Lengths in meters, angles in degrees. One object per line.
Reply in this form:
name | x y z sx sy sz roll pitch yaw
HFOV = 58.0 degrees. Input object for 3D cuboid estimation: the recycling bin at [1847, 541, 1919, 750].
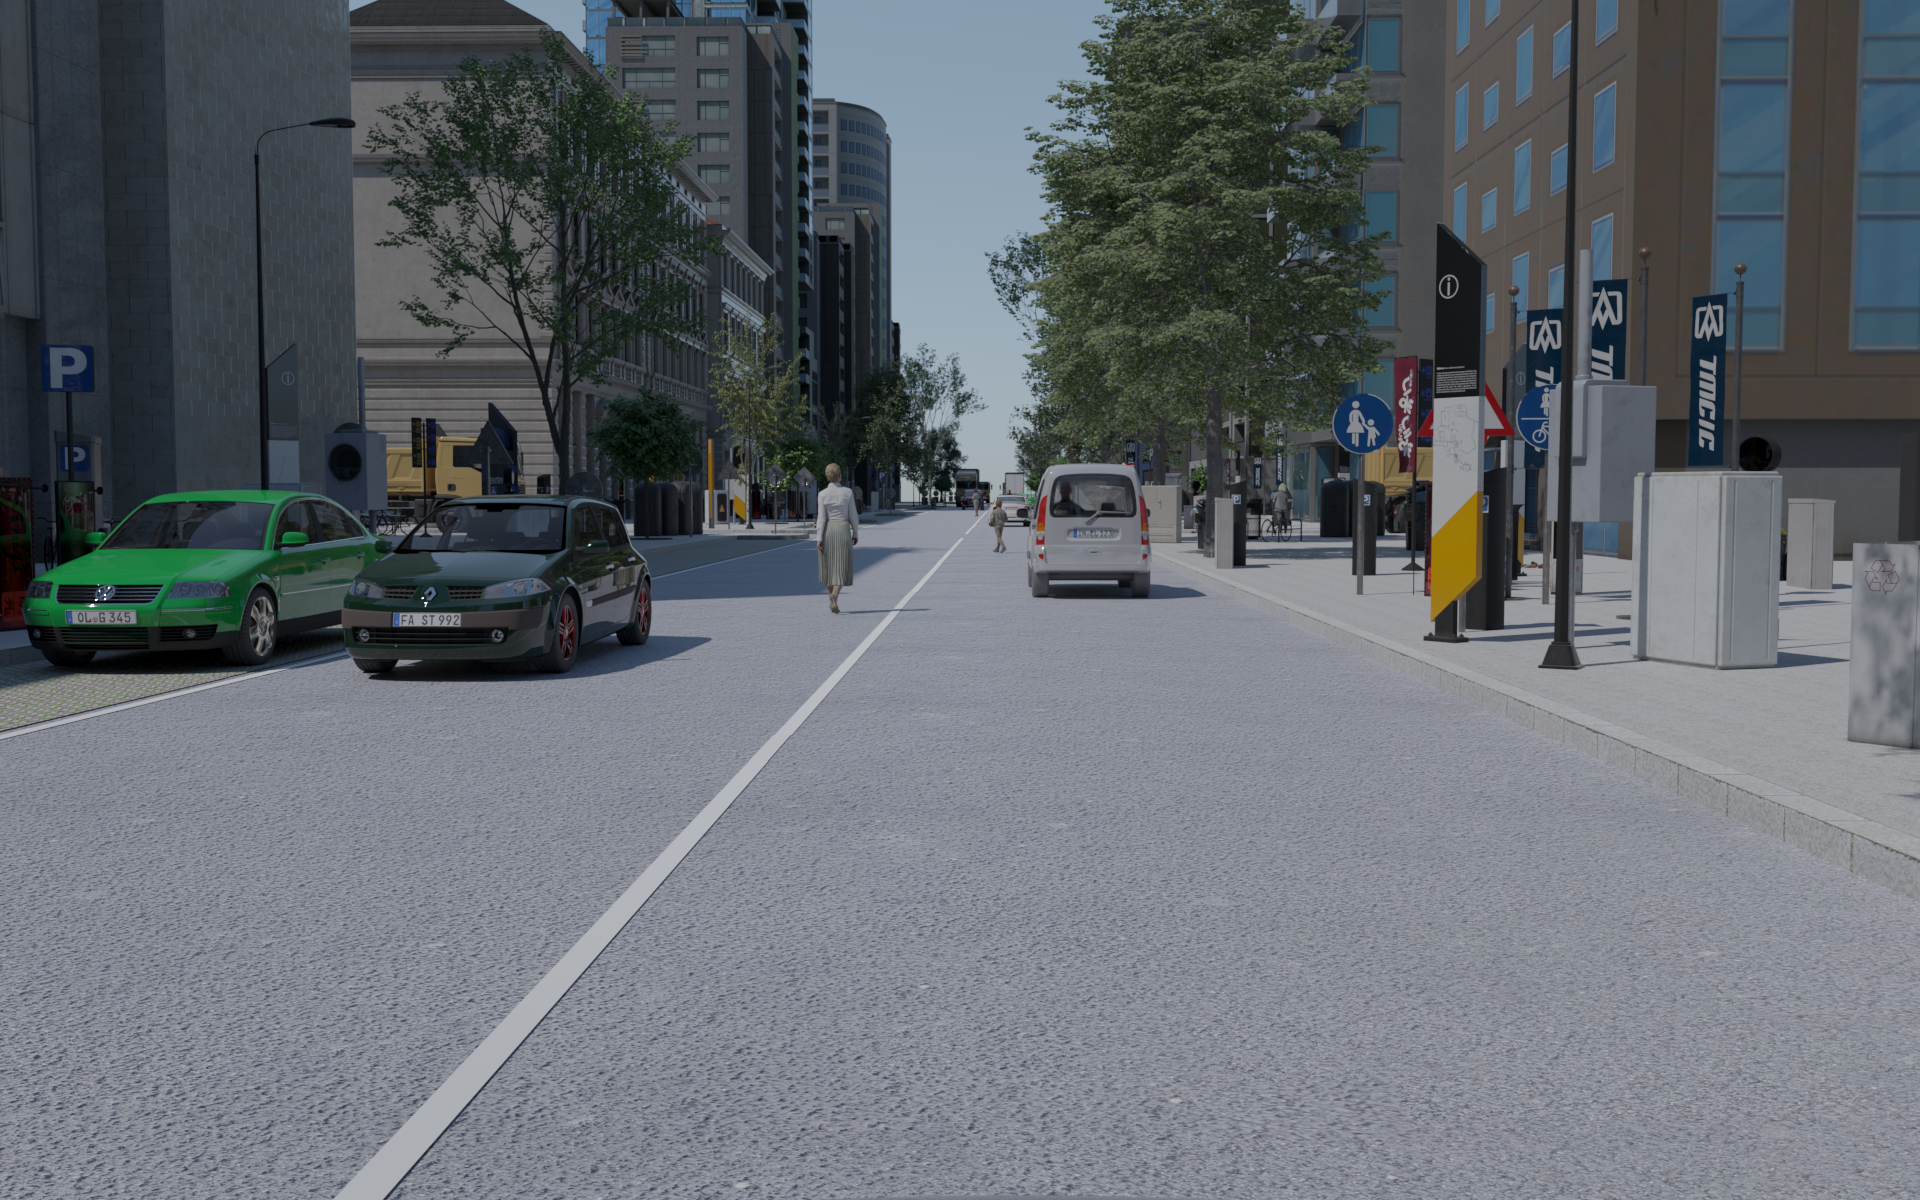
recycling bin | 5.090 0.224 8.885 0.722 1.027 0.722 -2 4 -35

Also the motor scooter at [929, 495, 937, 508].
motor scooter | -2.718 -9.962 175.650 0.815 1.314 1.986 0 4 3

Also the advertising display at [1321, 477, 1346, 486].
advertising display | 14.364 -3.757 66.640 0.974 1.923 0.123 -1 4 -13

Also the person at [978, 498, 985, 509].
person | 2.003 -9.553 165.635 0.756 1.711 0.436 1 4 20

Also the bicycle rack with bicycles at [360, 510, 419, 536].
bicycle rack with bicycles | -18.178 -2.441 53.292 2.925 0.926 2.852 -1 4 -19

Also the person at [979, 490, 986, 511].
person | 1.990 -8.582 149.266 0.568 1.767 0.683 1 4 15

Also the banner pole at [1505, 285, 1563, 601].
banner pole | 6.835 -1.880 20.760 0.863 3.779 0.401 3 4 36

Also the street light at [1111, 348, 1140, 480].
street light | 5.033 -4.993 54.177 1.470 5.913 1.316 0 4 1

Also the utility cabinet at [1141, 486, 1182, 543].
utility cabinet | 5.222 -2.247 45.413 1.173 1.500 0.318 3 4 36

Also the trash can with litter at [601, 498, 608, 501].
trash can with litter | -9.342 -1.984 43.825 1.055 1.170 0.624 1 4 20

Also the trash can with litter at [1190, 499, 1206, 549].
trash can with litter | 5.930 -1.765 40.242 1.055 1.170 0.624 -2 4 -24

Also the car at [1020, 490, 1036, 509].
car | 5.584 -8.201 142.883 1.959 1.807 4.718 0 4 3

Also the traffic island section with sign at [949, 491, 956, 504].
traffic island section with sign | -1.205 -14.462 245.074 1.989 1.847 2.006 0 4 1

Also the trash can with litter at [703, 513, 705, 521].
trash can with litter | -11.783 -4.269 81.182 1.055 1.170 0.624 3 5 42

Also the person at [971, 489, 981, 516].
person | 1.042 -6.292 111.738 0.716 1.782 0.532 -3 5 -40

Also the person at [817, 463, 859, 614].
person | -1.486 -0.733 20.705 0.478 1.798 0.641 1 4 11

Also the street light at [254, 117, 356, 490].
street light | -8.142 -2.995 21.515 1.470 5.913 1.316 0 4 1

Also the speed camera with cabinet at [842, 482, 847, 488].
speed camera with cabinet | -8.208 -8.211 128.579 0.660 3.252 2.038 2 4 24

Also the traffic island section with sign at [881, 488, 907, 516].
traffic island section with sign | -4.472 -6.383 112.989 1.989 1.847 2.006 0 4 1

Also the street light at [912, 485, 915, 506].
street light | -4.298 -12.744 180.901 1.470 5.913 1.316 0 4 1

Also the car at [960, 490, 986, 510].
car | 1.184 -9.158 158.401 2.281 1.827 5.304 0 3 0

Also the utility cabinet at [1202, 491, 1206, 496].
utility cabinet | 16.555 -6.623 116.967 0.318 1.500 1.173 0 4 -3

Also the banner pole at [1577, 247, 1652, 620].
banner pole | 6.748 -1.699 17.788 0.863 3.779 0.401 2 4 30

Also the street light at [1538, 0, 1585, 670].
street light | 3.903 -2.453 12.640 1.470 5.913 1.316 0 4 1

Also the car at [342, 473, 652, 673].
car | -3.919 -0.328 15.148 2.009 1.686 4.222 0 4 3

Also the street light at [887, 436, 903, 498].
street light | -5.262 -10.210 139.469 1.470 5.913 1.316 0 4 1

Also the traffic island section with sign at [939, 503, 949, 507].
traffic island section with sign | -2.559 -11.101 190.121 1.989 1.847 2.006 0 4 1

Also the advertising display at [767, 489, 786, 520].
advertising display | -9.251 -5.016 87.228 0.974 1.923 0.123 0 4 0

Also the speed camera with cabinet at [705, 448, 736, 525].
speed camera with cabinet | -9.983 -4.849 73.614 0.660 3.252 2.038 2 4 31

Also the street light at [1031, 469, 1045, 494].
street light | 7.885 -12.254 172.891 1.470 5.913 1.316 0 4 1

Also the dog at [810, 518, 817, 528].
dog | -5.946 -3.210 72.671 0.550 0.427 0.748 -3 4 -38

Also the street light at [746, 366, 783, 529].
street light | -7.110 -5.529 62.934 1.470 5.913 1.316 0 4 1

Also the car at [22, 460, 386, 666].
car | -6.666 -0.427 15.782 1.959 1.807 4.718 0 4 0

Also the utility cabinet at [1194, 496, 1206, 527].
utility cabinet | 9.509 -3.490 68.231 0.306 1.237 1.020 -1 4 -14

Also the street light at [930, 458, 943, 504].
street light | -3.174 -15.316 222.949 1.470 5.913 1.316 0 4 1

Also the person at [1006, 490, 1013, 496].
person | 4.492 -9.003 155.704 1.348 1.823 0.705 -2 4 -27

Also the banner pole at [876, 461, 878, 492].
banner pole | -6.327 -8.690 132.096 0.401 3.779 0.863 0 4 -2

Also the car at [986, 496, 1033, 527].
car | 2.226 -3.973 77.313 2.083 1.381 4.827 0 4 0

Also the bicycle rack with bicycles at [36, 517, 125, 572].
bicycle rack with bicycles | -13.045 -0.847 27.235 2.852 0.926 2.925 -2 4 -32

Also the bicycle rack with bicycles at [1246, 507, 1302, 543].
bicycle rack with bicycles | 7.866 -2.034 46.631 2.852 0.926 2.925 2 4 31

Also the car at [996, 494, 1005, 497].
car | 6.637 -15.626 267.288 2.131 1.459 4.920 0 4 3

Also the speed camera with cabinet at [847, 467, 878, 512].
speed camera with cabinet | -6.978 -8.031 125.643 2.038 3.252 0.660 -1 4 -14

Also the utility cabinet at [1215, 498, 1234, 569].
utility cabinet | 4.604 -1.161 30.142 0.306 1.237 1.020 0 4 6

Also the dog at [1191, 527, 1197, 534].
dog | 8.147 -2.450 60.252 0.748 0.427 0.550 -1 4 -10

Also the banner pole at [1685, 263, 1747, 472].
banner pole | 8.353 -1.777 19.078 0.401 3.779 0.863 -2 4 -26

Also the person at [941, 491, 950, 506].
person | -1.849 -12.448 212.112 1.350 1.814 0.705 2 4 31

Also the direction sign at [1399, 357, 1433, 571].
direction sign | 7.597 -2.259 28.938 0.876 3.537 0.379 -3 4 -38

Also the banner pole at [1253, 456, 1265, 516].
banner pole | 17.285 -6.705 99.650 0.863 3.779 0.401 0 4 5

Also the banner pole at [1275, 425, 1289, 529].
banner pole | 11.730 -4.469 63.084 0.401 3.779 0.863 -2 4 -23

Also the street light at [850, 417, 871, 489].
street light | -6.022 -8.045 104.081 1.470 5.913 1.316 0 4 1

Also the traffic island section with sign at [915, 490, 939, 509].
traffic island section with sign | -3.236 -9.430 162.804 1.989 1.847 2.006 0 4 1

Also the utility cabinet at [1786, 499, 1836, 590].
utility cabinet | 11.655 -0.768 23.725 0.306 1.237 1.020 1 4 8

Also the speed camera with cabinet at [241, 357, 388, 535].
speed camera with cabinet | -9.355 -1.879 25.055 2.038 3.252 0.660 1 4 13

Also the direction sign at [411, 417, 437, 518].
direction sign | -15.923 -3.640 51.515 0.379 3.537 0.876 2 4 34

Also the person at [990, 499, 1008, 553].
person | 0.937 -1.796 42.135 0.475 1.303 0.640 -3 4 -36

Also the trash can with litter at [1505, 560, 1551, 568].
trash can with litter | 9.779 -1.168 30.153 2.233 1.210 1.678 0 4 -5

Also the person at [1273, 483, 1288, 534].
person | 10.926 -3.085 59.115 0.537 1.800 0.526 0 4 -3

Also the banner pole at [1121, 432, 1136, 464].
banner pole | 6.790 -4.910 70.296 0.863 3.779 0.401 -2 4 -26

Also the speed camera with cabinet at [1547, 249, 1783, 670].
speed camera with cabinet | 5.464 -1.174 13.529 0.660 3.252 2.038 -1 4 -18
